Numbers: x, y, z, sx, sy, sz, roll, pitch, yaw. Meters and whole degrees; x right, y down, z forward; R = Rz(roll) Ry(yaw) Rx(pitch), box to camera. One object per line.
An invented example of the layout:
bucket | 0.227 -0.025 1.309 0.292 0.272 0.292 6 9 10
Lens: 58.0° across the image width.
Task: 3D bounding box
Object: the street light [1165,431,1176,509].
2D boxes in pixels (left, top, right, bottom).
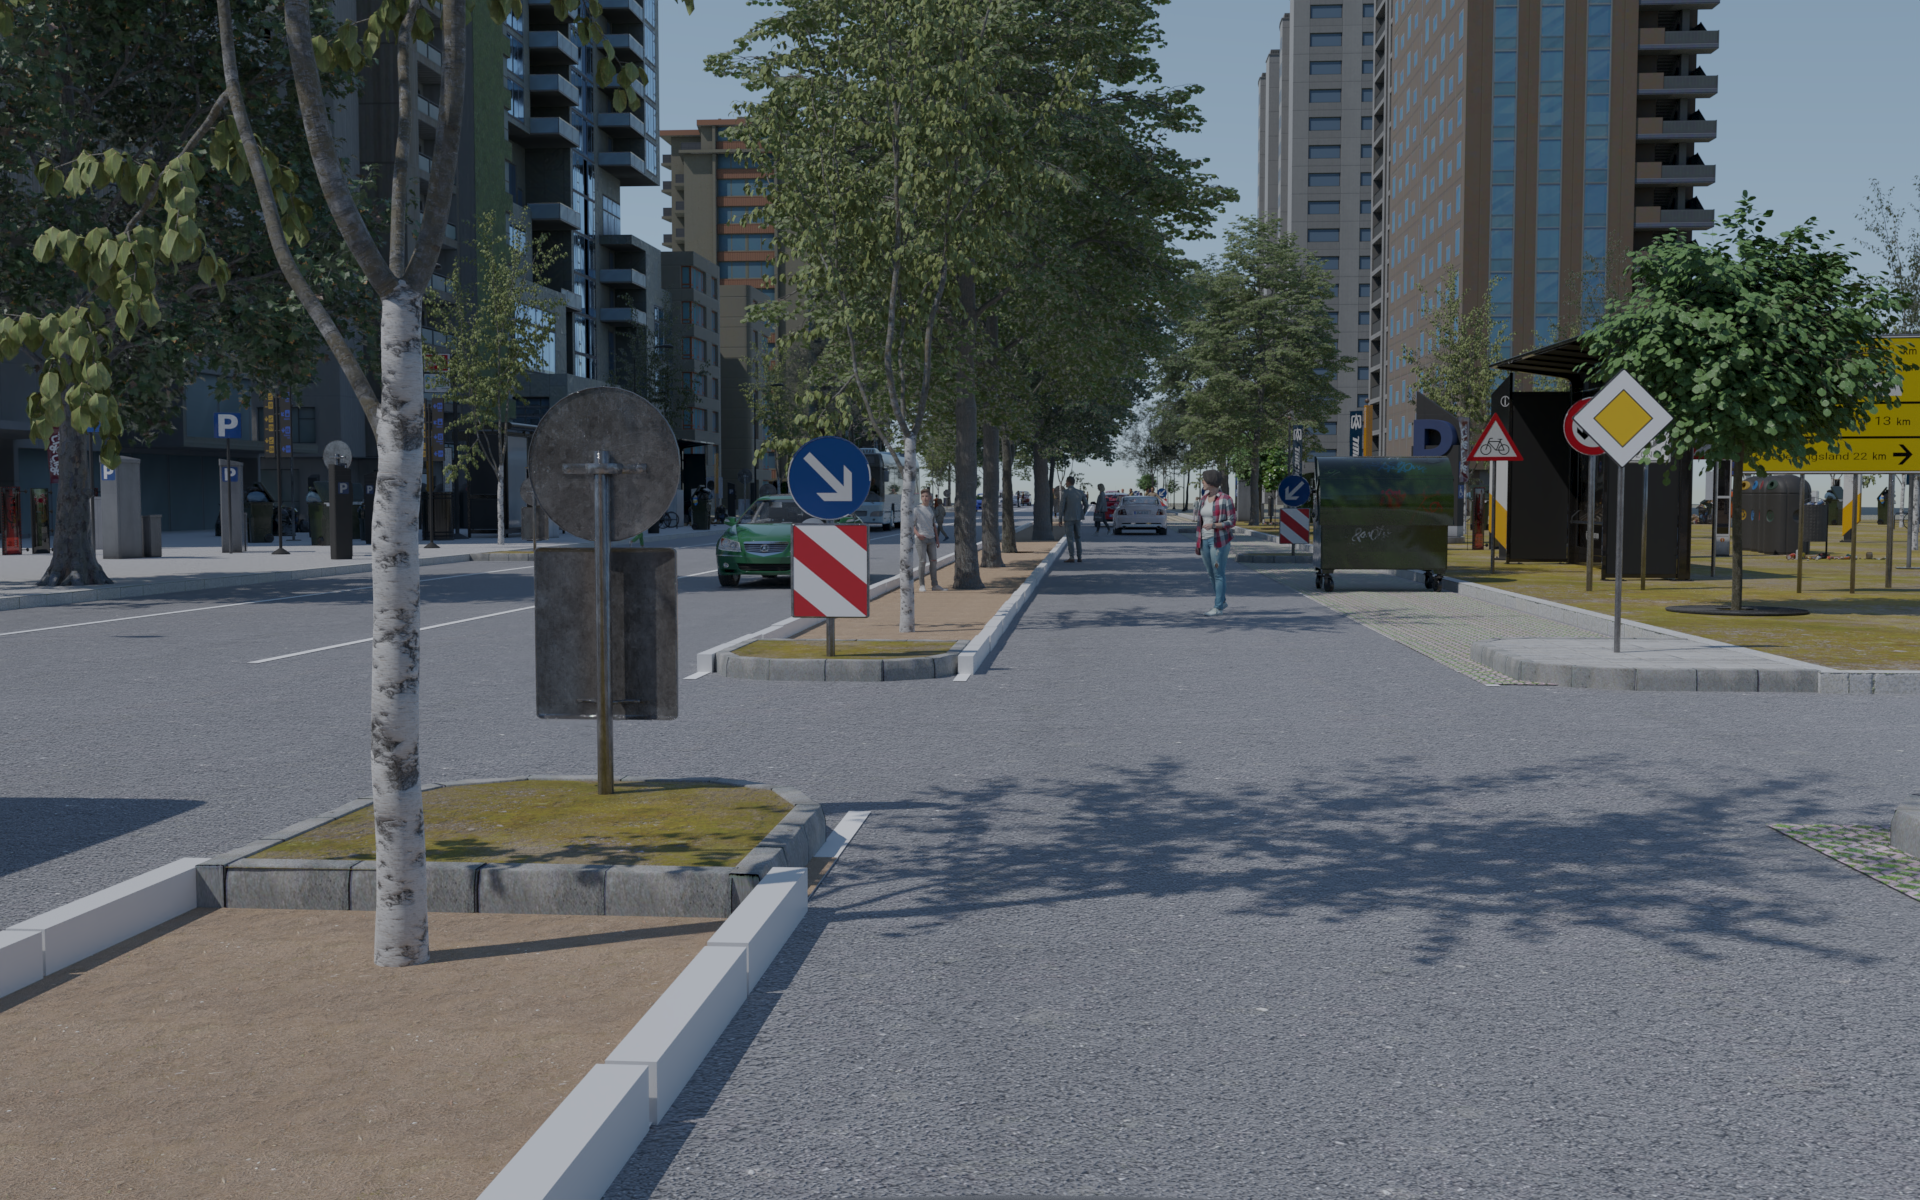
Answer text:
street light | 15.898 -9.454 127.110 1.470 5.913 1.316 0 4 5

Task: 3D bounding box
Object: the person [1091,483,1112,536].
person | 4.840 -3.083 59.082 0.728 1.800 0.709 0 4 7

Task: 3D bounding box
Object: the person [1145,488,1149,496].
person | 11.278 -5.838 104.042 0.705 1.812 1.348 0 4 -2

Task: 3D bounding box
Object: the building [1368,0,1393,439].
building | 42.253 -42.701 136.412 20.563 71.187 20.611 0 4 5

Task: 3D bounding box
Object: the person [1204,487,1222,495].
person | 6.507 -2.176 44.177 0.679 1.850 0.850 2 4 32

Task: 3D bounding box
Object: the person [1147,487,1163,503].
person | 10.225 -5.109 92.035 1.348 1.823 0.705 2 4 31

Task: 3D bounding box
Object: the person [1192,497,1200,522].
person | 11.982 -4.609 88.142 0.394 1.301 0.425 3 4 38

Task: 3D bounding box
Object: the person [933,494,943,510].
person | -1.379 -5.440 100.696 1.065 1.426 0.557 -2 4 -33

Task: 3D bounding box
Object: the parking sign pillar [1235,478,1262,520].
parking sign pillar | 14.065 -5.866 84.375 1.447 3.967 1.447 -1 4 -23

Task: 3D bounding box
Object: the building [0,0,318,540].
building | -38.332 -28.215 50.555 28.713 52.752 27.495 0 4 5

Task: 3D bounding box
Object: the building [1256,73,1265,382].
building | 50.176 -42.130 230.816 21.231 58.520 28.212 0 4 5

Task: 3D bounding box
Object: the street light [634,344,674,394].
street light | -9.579 -4.978 53.931 1.470 5.913 1.316 0 4 5

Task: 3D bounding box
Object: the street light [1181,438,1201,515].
street light | 14.437 -8.285 107.995 1.470 5.913 1.316 0 4 5

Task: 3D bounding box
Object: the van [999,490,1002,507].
van | 3.411 -9.281 158.753 2.013 2.044 4.112 0 4 6

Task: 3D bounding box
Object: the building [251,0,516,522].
building | -29.645 -24.186 79.034 14.154 41.232 14.086 0 4 5

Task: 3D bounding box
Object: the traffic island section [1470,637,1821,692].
traffic island section | 5.337 0.505 14.027 2.009 0.180 2.903 0 4 5

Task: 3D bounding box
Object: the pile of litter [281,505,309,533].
pile of litter | -22.310 -2.684 57.851 1.719 0.858 1.176 0 4 -1

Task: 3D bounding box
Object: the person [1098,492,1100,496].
person | 15.735 -11.246 193.158 1.217 1.735 0.721 -3 5 -41

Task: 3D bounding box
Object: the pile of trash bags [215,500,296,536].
pile of trash bags | -21.015 -2.664 53.301 3.447 1.369 1.912 -2 4 -35

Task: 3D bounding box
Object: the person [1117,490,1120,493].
person | 11.609 -7.228 127.461 1.217 1.735 0.721 2 4 31

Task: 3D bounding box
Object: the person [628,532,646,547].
person | -8.459 -2.001 45.467 0.590 1.304 0.306 -3 4 -37

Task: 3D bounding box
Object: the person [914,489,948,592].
person | -0.475 -0.875 25.394 0.523 1.515 0.503 2 4 25

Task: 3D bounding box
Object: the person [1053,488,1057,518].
person | 5.698 -5.927 105.494 1.348 1.812 0.705 0 3 0

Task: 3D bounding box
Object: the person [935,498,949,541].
person | -0.612 -2.440 52.659 0.640 1.303 0.475 2 4 24

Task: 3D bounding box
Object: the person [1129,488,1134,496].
person | 11.196 -6.432 113.759 0.705 1.812 1.348 -1 4 -17

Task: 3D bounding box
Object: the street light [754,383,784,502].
street light | -8.089 -6.137 72.886 1.470 5.913 1.316 0 4 5

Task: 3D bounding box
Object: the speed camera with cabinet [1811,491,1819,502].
speed camera with cabinet | 39.125 -5.312 81.183 2.038 3.252 0.660 2 4 33

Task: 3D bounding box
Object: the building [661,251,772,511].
building | -31.560 -17.977 138.965 27.650 21.520 28.899 0 4 5

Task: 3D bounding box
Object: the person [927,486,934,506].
person | -1.522 -4.653 84.775 0.606 1.804 0.583 1 4 18

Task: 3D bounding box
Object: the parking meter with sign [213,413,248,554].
parking meter with sign | -15.933 -2.550 37.950 0.543 3.016 1.738 -1 4 -18

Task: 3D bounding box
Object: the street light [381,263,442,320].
street light | -11.106 -3.819 34.980 1.470 5.913 1.316 0 4 5

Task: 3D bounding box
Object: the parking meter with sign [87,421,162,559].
parking meter with sign | -16.630 -2.331 34.375 0.543 3.016 1.738 1 4 14

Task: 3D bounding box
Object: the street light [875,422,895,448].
street light | -4.873 -8.484 111.261 1.470 5.913 1.316 0 4 5

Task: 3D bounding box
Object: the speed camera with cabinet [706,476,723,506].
speed camera with cabinet | -13.338 -5.867 90.260 2.038 3.252 0.660 2 4 31

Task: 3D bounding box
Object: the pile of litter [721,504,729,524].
pile of litter | -10.393 -3.639 73.456 1.176 0.858 1.719 2 4 28

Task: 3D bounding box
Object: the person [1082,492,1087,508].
person | 11.062 -8.854 154.180 0.541 1.710 0.530 1 4 19

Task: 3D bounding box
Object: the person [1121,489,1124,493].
person | 9.765 -5.800 103.882 0.990 1.755 0.434 1 4 20

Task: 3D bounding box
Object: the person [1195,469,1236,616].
person | 3.039 -0.680 20.457 0.643 1.720 0.563 -2 4 -34

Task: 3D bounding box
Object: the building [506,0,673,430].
building | -30.840 -48.559 106.617 22.319 86.520 31.000 0 4 5

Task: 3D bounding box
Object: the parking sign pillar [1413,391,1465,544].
parking sign pillar | 12.412 -3.457 44.998 1.447 3.967 1.447 3 5 39

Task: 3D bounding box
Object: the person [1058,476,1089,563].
person | 2.359 -1.689 36.219 0.635 1.810 0.391 -2 4 -32

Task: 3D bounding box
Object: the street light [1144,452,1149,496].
street light | 21.063 -13.279 189.646 1.470 5.913 1.316 0 4 5

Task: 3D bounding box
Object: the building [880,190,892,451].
building | -20.763 -35.322 232.131 22.147 44.769 28.867 0 4 5

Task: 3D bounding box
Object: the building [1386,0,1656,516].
building | 37.929 -28.728 119.806 14.600 45.320 14.200 0 4 5

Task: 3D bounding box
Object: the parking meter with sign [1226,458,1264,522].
parking meter with sign | 13.242 -5.147 80.407 1.738 3.016 0.543 0 4 3

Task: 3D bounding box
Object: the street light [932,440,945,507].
street light | -1.809 -10.845 149.857 1.470 5.913 1.316 0 4 5

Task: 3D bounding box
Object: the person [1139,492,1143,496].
person | 8.482 -4.272 80.941 0.523 1.515 0.503 2 4 31

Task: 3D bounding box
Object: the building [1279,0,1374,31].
building | 47.814 -40.399 202.517 21.231 58.520 28.212 0 4 5

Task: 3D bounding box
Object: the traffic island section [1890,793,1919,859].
traffic island section | 4.690 0.992 6.068 2.009 0.180 2.903 0 4 5

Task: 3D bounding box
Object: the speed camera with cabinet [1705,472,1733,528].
speed camera with cabinet | 29.464 -4.400 66.270 2.038 3.252 0.660 -2 4 -26

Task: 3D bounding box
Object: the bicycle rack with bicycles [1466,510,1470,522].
bicycle rack with bicycles | 21.350 -3.935 77.727 2.925 0.926 2.852 1 4 20

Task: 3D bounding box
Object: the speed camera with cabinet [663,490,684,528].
speed camera with cabinet | -11.263 -4.442 66.964 0.660 3.252 2.038 0 4 8

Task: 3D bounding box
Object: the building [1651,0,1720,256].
building | 36.408 -27.865 105.709 14.600 45.320 14.200 0 4 5

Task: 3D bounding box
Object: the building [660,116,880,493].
building | -22.643 -33.563 203.375 22.147 44.769 28.867 0 4 5

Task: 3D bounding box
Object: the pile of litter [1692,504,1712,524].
pile of litter | 31.644 -3.646 73.573 1.176 0.858 1.719 -2 4 -30

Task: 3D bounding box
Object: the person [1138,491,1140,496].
person | 21.225 -12.028 205.021 0.709 1.838 0.599 1 4 21

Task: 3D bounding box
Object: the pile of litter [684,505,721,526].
pile of litter | -10.591 -3.397 69.505 1.719 0.858 1.176 0 4 -5

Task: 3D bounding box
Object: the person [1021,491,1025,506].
person | 7.232 -11.741 200.993 0.721 1.766 1.217 1 4 15
